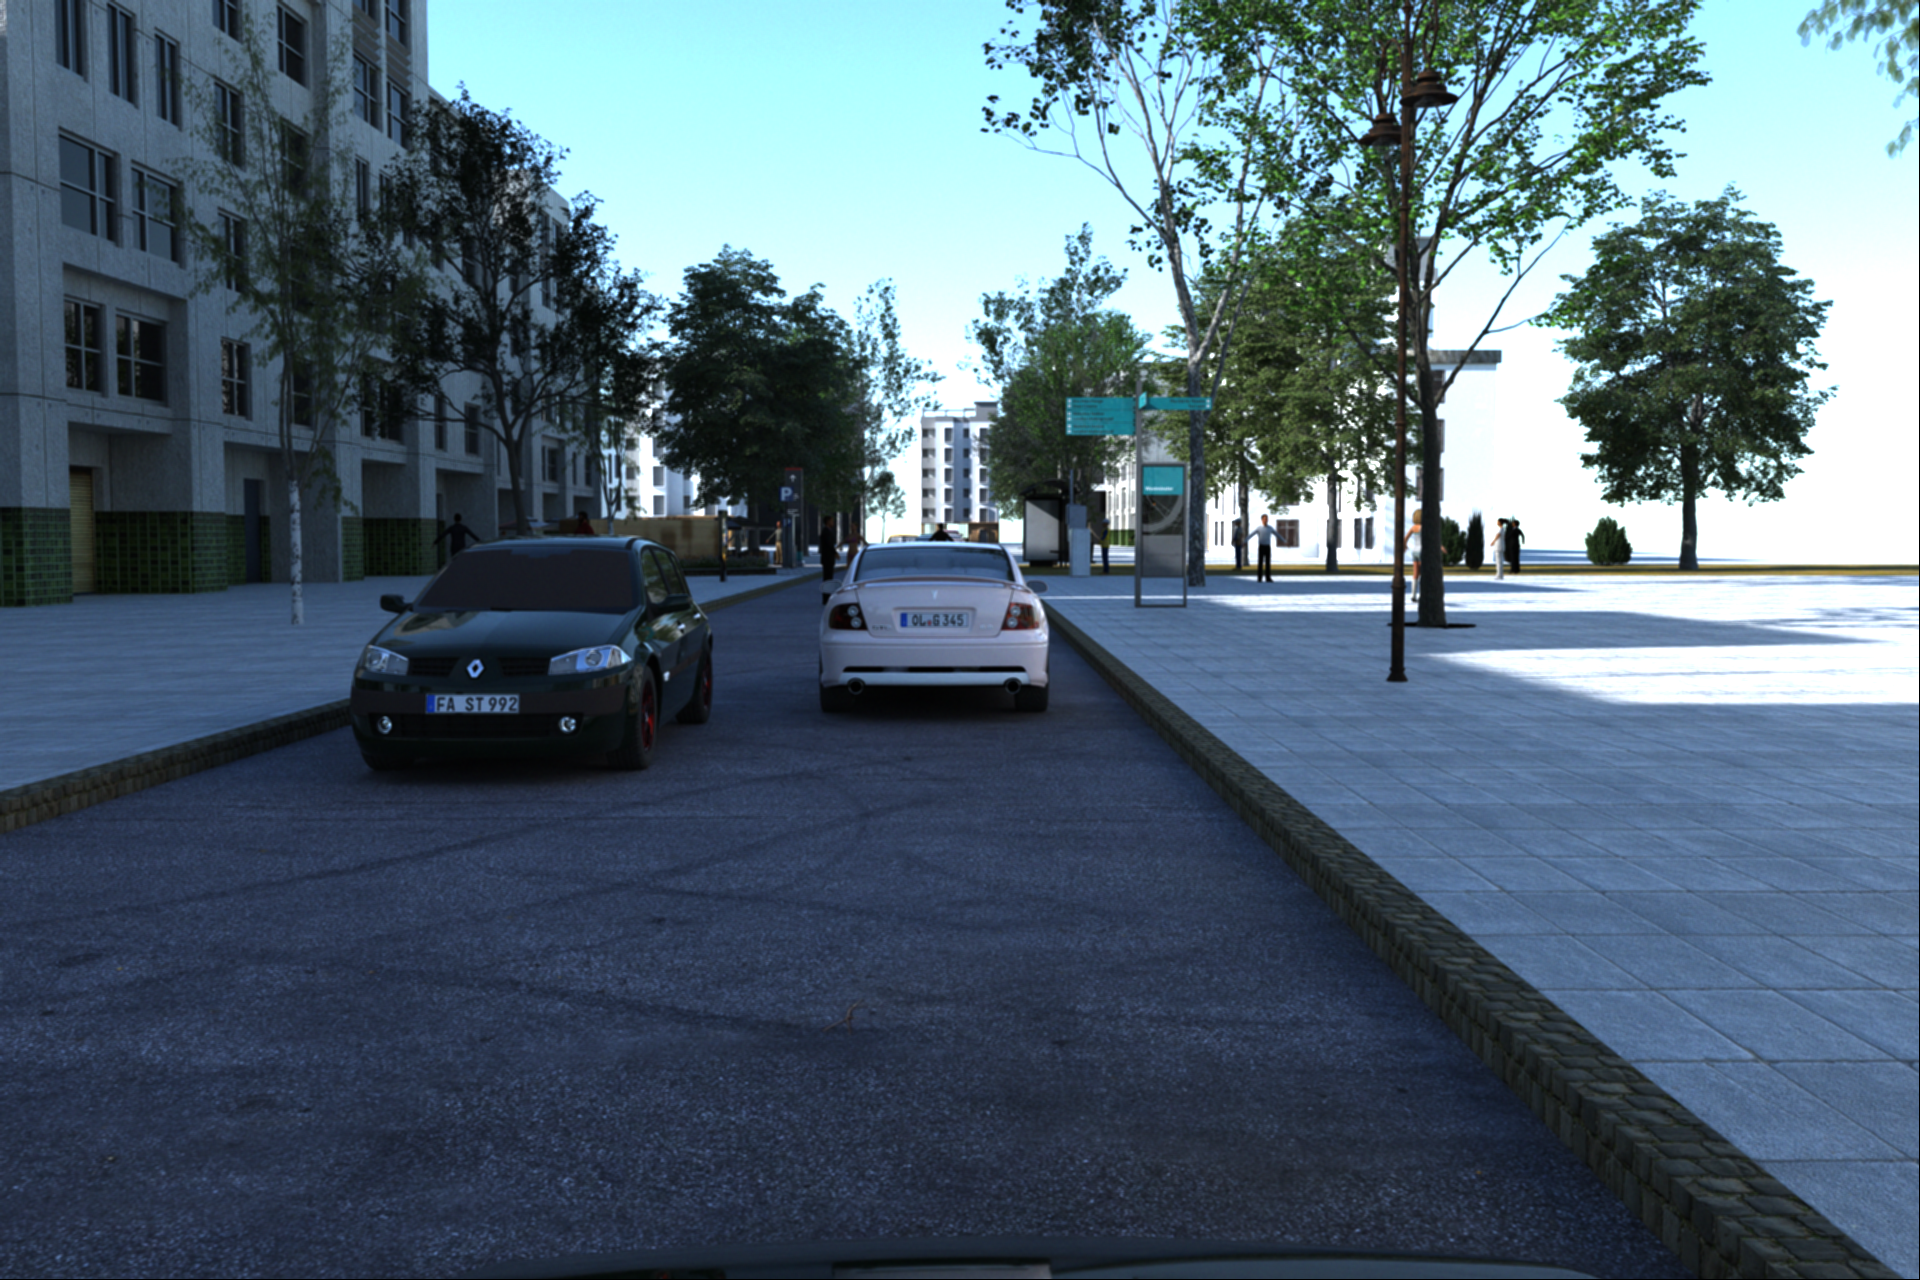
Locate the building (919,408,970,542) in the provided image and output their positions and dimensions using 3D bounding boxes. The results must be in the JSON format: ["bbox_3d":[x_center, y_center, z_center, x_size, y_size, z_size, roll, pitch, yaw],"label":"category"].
[{"bbox_3d":[-5.616,-23.990,251.108,11.380,20.090,16.016,0,4,8],"label":"building"}]

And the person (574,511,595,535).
[{"bbox_3d":[-8.860,-2.111,40.617,0.704,1.816,1.345,-3,5,-43],"label":"person"}]

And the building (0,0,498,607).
[{"bbox_3d":[-24.790,-10.949,45.482,16.747,18.905,31.486,0,4,0],"label":"building"}]

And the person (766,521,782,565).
[{"bbox_3d":[-7.399,-3.956,70.946,1.348,1.796,0.705,3,5,40],"label":"person"}]

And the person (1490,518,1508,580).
[{"bbox_3d":[15.094,-2.565,48.701,0.721,1.739,1.217,2,4,29],"label":"person"}]

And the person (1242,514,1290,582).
[{"bbox_3d":[8.161,-2.458,46.349,1.344,1.810,0.704,-1,4,-12],"label":"person"}]

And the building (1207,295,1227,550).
[{"bbox_3d":[24.964,-17.222,137.995,16.016,20.090,11.380,0,4,0],"label":"building"}]

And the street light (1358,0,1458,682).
[{"bbox_3d":[3.815,-2.578,14.935,0.468,5.910,1.993,0,4,0],"label":"street light"}]

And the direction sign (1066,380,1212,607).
[{"bbox_3d":[3.106,-2.500,29.644,2.525,3.948,1.411,0,4,0],"label":"direction sign"}]

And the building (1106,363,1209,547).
[{"bbox_3d":[25.679,-19.636,187.503,16.747,18.905,31.486,0,4,0],"label":"building"}]

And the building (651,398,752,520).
[{"bbox_3d":[-28.959,-20.263,187.720,16.016,20.090,11.380,0,4,0],"label":"building"}]

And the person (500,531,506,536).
[{"bbox_3d":[-18.999,-3.865,72.457,0.599,1.433,0.991,-3,4,-37],"label":"person"}]

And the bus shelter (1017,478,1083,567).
[{"bbox_3d":[3.357,-4.389,65.688,2.014,3.302,5.546,0,4,-2],"label":"bus shelter"}]

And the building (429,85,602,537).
[{"bbox_3d":[-29.183,-13.326,84.332,16.747,18.905,31.486,0,4,0],"label":"building"}]

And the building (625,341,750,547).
[{"bbox_3d":[-27.163,-19.193,170.225,16.016,20.090,11.380,0,4,0],"label":"building"}]

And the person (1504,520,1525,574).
[{"bbox_3d":[17.884,-3.014,56.004,1.216,1.740,0.721,-3,4,-36],"label":"person"}]

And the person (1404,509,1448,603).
[{"bbox_3d":[8.663,-1.575,32.364,0.721,1.753,1.214,-2,4,-24],"label":"person"}]

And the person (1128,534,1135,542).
[{"bbox_3d":[8.841,-4.797,84.621,1.347,1.806,0.705,-2,4,-29],"label":"person"}]

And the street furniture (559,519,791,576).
[{"bbox_3d":[-9.177,-2.925,54.675,11.010,1.723,9.812,-3,5,-41],"label":"street furniture"}]

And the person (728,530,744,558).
[{"bbox_3d":[-10.029,-4.398,78.086,0.705,1.806,1.347,1,4,23],"label":"person"}]

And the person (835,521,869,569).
[{"bbox_3d":[-2.570,-1.947,41.086,1.217,1.733,0.721,2,4,35],"label":"person"}]

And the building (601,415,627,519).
[{"bbox_3d":[-27.161,-10.763,118.129,9.099,9.664,28.070,0,4,1],"label":"building"}]

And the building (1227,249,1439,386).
[{"bbox_3d":[23.989,-16.239,121.931,16.016,20.090,11.380,0,4,0],"label":"building"}]

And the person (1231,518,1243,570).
[{"bbox_3d":[9.815,-3.388,61.255,0.705,1.847,1.347,0,4,-3],"label":"person"}]

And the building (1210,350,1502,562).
[{"bbox_3d":[19.984,-9.226,92.995,9.099,9.664,28.070,0,4,0],"label":"building"}]

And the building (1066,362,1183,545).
[{"bbox_3d":[25.227,-23.106,221.758,27.936,21.610,32.646,0,4,0],"label":"building"}]

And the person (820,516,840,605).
[{"bbox_3d":[-2.643,-1.615,35.086,0.704,1.802,1.346,-1,4,-13],"label":"person"}]

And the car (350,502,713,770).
[{"bbox_3d":[-2.748,-0.120,11.751,2.009,1.686,4.222,0,4,0],"label":"car"}]

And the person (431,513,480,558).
[{"bbox_3d":[-13.158,-2.408,45.413,1.345,1.823,0.704,-1,4,-18],"label":"person"}]

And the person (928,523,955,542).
[{"bbox_3d":[-0.616,-3.059,58.609,1.346,1.812,0.704,2,4,27],"label":"person"}]

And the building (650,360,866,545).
[{"bbox_3d":[-26.608,-22.891,218.236,27.936,21.610,32.646,0,4,0],"label":"building"}]

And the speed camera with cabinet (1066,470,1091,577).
[{"bbox_3d":[3.608,-3.564,52.601,0.660,3.252,2.038,0,4,0],"label":"speed camera with cabinet"}]

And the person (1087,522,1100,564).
[{"bbox_3d":[5.674,-4.229,75.278,0.705,1.813,1.348,-3,4,-38],"label":"person"}]

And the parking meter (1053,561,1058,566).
[{"bbox_3d":[3.807,-3.957,70.402,0.399,1.863,0.255,0,4,-2],"label":"parking meter"}]

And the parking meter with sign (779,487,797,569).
[{"bbox_3d":[-6.370,-4.170,64.441,0.543,3.016,1.738,0,3,0],"label":"parking meter with sign"}]

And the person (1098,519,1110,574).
[{"bbox_3d":[4.553,-2.981,55.197,0.721,1.772,1.216,1,4,13],"label":"person"}]
